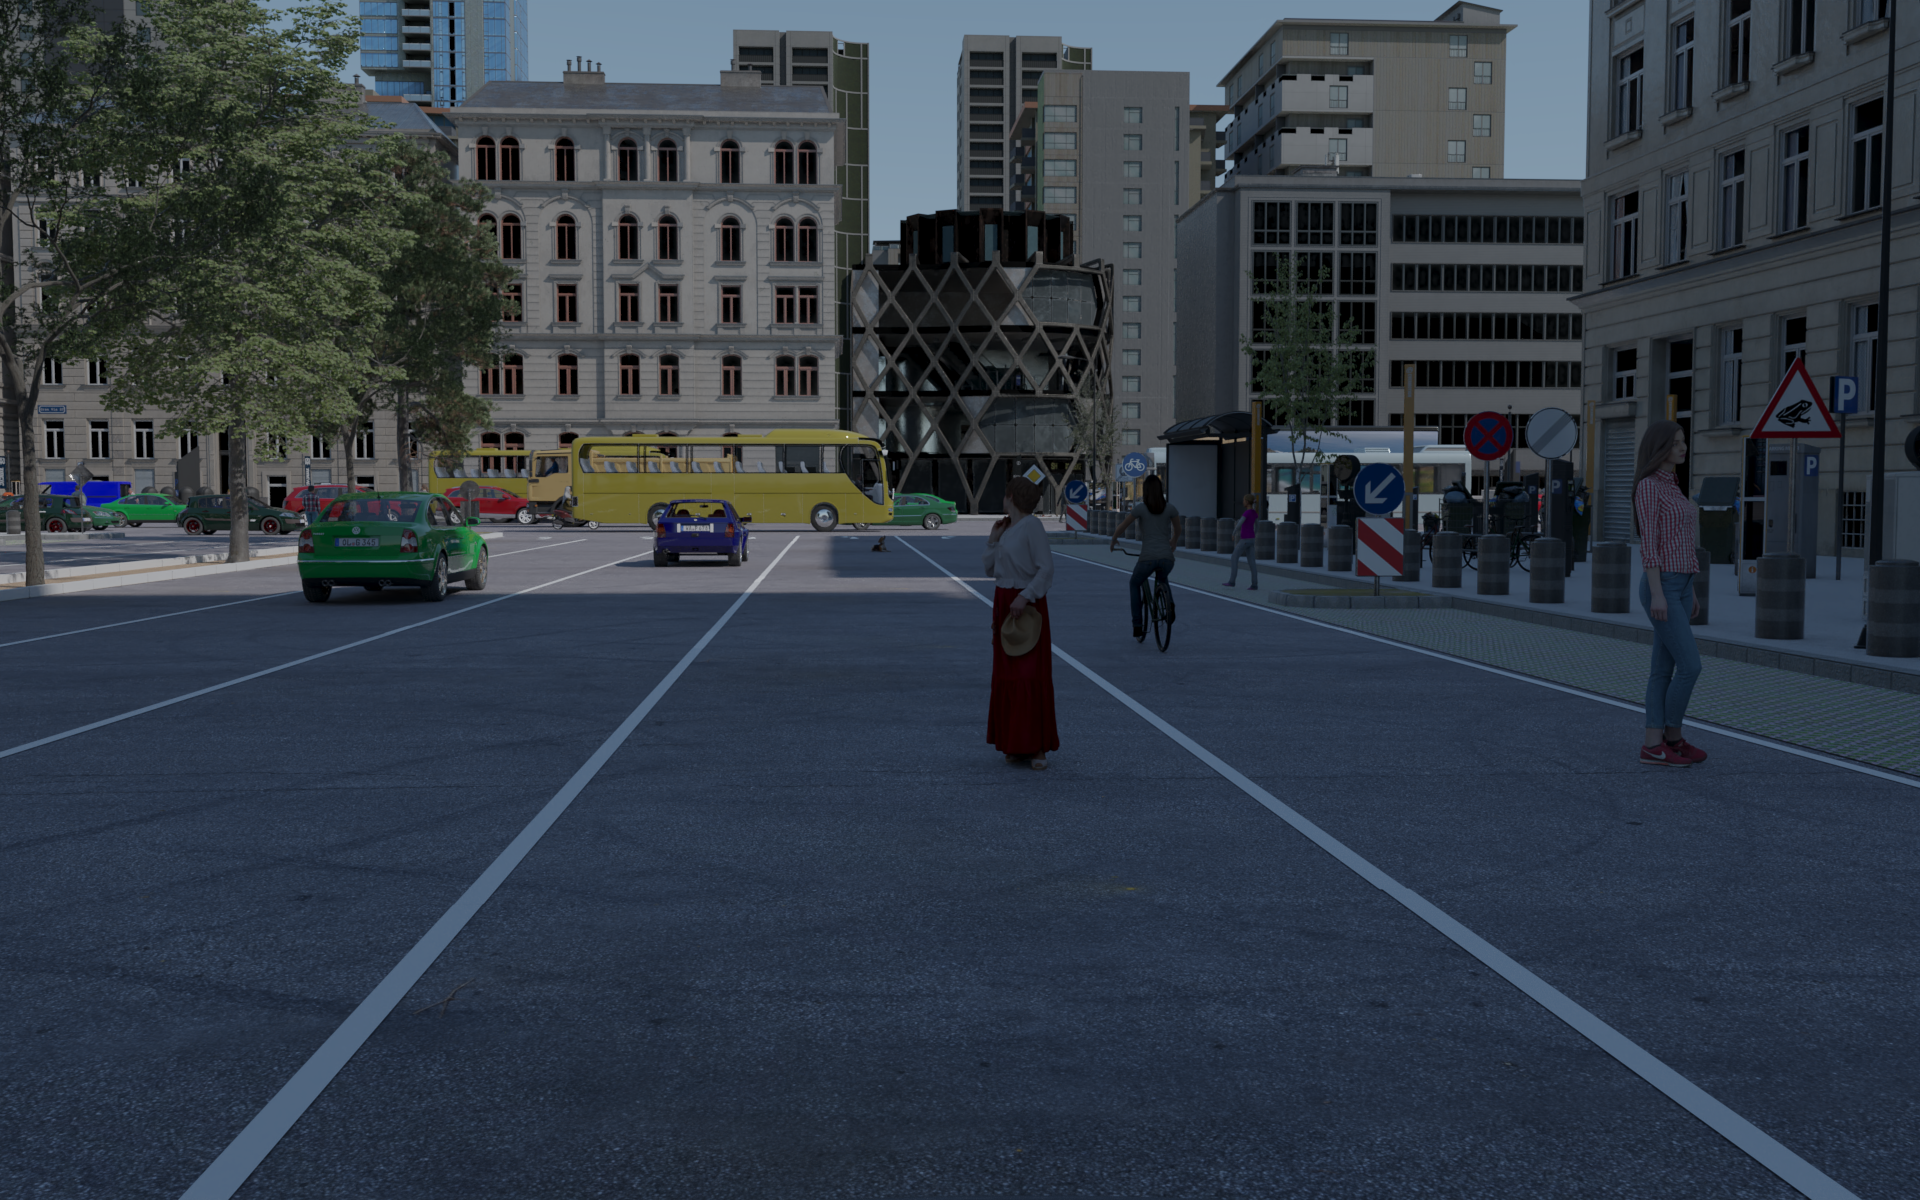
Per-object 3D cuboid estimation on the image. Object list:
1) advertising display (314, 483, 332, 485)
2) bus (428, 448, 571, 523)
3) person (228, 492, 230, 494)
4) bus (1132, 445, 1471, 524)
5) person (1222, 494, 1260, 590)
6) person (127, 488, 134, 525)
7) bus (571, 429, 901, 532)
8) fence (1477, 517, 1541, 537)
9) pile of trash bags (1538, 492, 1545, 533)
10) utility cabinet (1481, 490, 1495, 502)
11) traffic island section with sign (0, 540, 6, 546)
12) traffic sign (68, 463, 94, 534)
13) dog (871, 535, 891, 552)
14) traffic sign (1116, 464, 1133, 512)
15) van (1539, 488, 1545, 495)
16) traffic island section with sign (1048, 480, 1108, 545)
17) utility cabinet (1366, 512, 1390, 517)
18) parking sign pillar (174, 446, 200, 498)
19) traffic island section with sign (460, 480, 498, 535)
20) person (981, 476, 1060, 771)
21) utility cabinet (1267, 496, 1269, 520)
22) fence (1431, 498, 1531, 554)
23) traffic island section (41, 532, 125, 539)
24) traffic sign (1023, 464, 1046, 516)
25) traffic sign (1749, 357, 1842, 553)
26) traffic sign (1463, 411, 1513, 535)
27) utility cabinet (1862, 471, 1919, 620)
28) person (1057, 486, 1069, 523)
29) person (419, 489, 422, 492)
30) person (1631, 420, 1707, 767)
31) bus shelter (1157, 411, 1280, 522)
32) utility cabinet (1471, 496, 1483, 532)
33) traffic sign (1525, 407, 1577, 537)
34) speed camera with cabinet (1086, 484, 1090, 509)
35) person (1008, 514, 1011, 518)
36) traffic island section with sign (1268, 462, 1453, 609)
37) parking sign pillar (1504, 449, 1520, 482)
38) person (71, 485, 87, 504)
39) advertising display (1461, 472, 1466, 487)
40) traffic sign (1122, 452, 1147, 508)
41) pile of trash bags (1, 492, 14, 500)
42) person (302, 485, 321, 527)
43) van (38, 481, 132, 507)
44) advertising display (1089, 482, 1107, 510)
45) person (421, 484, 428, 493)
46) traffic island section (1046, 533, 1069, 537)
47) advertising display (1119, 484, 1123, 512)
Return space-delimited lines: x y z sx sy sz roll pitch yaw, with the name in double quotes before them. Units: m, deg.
"advertising display" -36.675 -5.773 99.596 0.974 1.923 0.123 1 4 11
"bus" -19.839 -5.766 85.827 12.252 3.916 2.896 0 4 -5
"person" -37.113 -4.713 87.835 0.388 1.546 0.482 -2 4 -32
"bus" 12.381 -4.321 65.513 13.247 3.499 2.948 0 4 -3
"person" 4.137 -0.855 25.712 0.776 1.435 0.726 3 4 39
"person" -38.295 -4.315 79.981 0.756 1.711 0.436 3 5 40
"bus" -8.418 -4.549 65.920 12.252 3.916 2.896 0 4 -5
"fence" 14.441 -1.845 45.537 2.069 0.683 0.278 -1 4 -18
"pile of trash bags" 19.140 -2.740 54.550 1.912 1.369 3.447 0 4 -5
"utility cabinet" 29.332 -5.304 95.405 1.173 1.500 0.318 1 4 20
"traffic island section with sign" -27.523 -2.386 47.642 1.989 1.847 2.006 0 4 -4
"traffic sign" -28.430 -3.206 56.057 0.795 2.450 0.064 0 4 -4
"dog" -1.959 -1.403 43.140 0.550 0.427 0.748 0 4 3
"traffic sign" 5.536 -3.443 58.429 0.606 2.300 0.079 0 4 -3
"van" 30.784 -5.053 89.626 2.013 2.044 4.112 0 4 -4
"traffic island section with sign" 3.127 -2.511 49.683 1.989 1.847 2.006 0 4 -4
"utility cabinet" 11.371 -2.373 47.484 0.318 1.500 1.173 -1 4 -14
"parking sign pillar" -43.261 -6.636 96.976 1.447 3.967 1.447 3 4 36
"traffic island section with sign" -16.326 -3.002 57.218 2.006 1.907 1.989 0 4 -4
"person" 0.330 0.111 9.150 0.387 1.526 0.523 -2 4 -25
"utility cabinet" 9.819 -2.826 57.369 1.020 1.237 0.306 -3 5 -44
"fence" 11.439 -1.628 37.817 2.264 1.192 0.480 3 5 41
"traffic island section" -28.453 -2.070 56.117 2.009 0.180 2.903 0 4 -4
"traffic sign" 2.487 -3.340 58.246 0.795 2.450 0.064 0 4 -4
"traffic sign" 7.968 -1.014 16.581 0.884 2.594 0.081 0 4 -2
"traffic sign" 8.106 -1.625 26.669 0.768 2.556 0.104 0 4 0
"utility cabinet" 9.124 -0.505 16.931 0.318 1.500 1.173 1 4 15
"person" 5.243 -4.763 86.147 0.755 1.850 0.659 -1 4 -17
"person" -24.573 -4.285 79.235 0.551 1.740 0.621 2 4 33
"person" 3.729 -0.037 9.118 0.388 1.821 0.555 2 4 29
"bus shelter" 6.608 -3.123 44.987 2.014 3.302 5.546 0 4 -4
"utility cabinet" 17.315 -2.930 59.066 1.020 1.237 0.306 -2 4 -26
"traffic sign" 8.655 -1.550 25.445 0.768 2.556 0.104 0 4 -2
"speed camera with cabinet" 9.747 -8.470 132.820 0.660 3.252 2.038 3 5 42
"person" 2.126 -3.550 71.220 0.373 1.253 0.362 3 5 43
"traffic island section with sign" 5.085 -0.844 22.429 1.989 1.847 2.006 0 4 -4
"parking sign pillar" 32.914 -7.023 103.300 1.447 3.967 1.447 0 4 -6
"person" -38.412 -4.089 75.338 0.794 1.824 0.713 -1 4 -16
"advertising display" 14.979 -2.835 51.569 0.123 1.923 0.974 1 4 15
"traffic sign" 5.303 -3.213 52.643 0.768 2.556 0.104 0 4 4
"pile of trash bags" -65.195 -6.579 117.320 3.447 1.369 1.912 1 4 13
"person" -20.886 -2.840 55.772 0.563 1.720 0.643 0 4 -6
"van" -42.642 -4.818 83.151 5.245 2.365 2.240 0 4 -6
"advertising display" 7.615 -5.541 95.807 0.974 1.923 0.123 0 4 7
"person" -18.763 -3.152 60.316 0.573 1.790 0.520 2 4 25
"traffic island section" 2.510 -2.205 58.325 2.009 0.180 2.903 0 4 -4
"advertising display" 10.583 -6.674 114.331 0.974 1.923 0.123 -3 5 -42
